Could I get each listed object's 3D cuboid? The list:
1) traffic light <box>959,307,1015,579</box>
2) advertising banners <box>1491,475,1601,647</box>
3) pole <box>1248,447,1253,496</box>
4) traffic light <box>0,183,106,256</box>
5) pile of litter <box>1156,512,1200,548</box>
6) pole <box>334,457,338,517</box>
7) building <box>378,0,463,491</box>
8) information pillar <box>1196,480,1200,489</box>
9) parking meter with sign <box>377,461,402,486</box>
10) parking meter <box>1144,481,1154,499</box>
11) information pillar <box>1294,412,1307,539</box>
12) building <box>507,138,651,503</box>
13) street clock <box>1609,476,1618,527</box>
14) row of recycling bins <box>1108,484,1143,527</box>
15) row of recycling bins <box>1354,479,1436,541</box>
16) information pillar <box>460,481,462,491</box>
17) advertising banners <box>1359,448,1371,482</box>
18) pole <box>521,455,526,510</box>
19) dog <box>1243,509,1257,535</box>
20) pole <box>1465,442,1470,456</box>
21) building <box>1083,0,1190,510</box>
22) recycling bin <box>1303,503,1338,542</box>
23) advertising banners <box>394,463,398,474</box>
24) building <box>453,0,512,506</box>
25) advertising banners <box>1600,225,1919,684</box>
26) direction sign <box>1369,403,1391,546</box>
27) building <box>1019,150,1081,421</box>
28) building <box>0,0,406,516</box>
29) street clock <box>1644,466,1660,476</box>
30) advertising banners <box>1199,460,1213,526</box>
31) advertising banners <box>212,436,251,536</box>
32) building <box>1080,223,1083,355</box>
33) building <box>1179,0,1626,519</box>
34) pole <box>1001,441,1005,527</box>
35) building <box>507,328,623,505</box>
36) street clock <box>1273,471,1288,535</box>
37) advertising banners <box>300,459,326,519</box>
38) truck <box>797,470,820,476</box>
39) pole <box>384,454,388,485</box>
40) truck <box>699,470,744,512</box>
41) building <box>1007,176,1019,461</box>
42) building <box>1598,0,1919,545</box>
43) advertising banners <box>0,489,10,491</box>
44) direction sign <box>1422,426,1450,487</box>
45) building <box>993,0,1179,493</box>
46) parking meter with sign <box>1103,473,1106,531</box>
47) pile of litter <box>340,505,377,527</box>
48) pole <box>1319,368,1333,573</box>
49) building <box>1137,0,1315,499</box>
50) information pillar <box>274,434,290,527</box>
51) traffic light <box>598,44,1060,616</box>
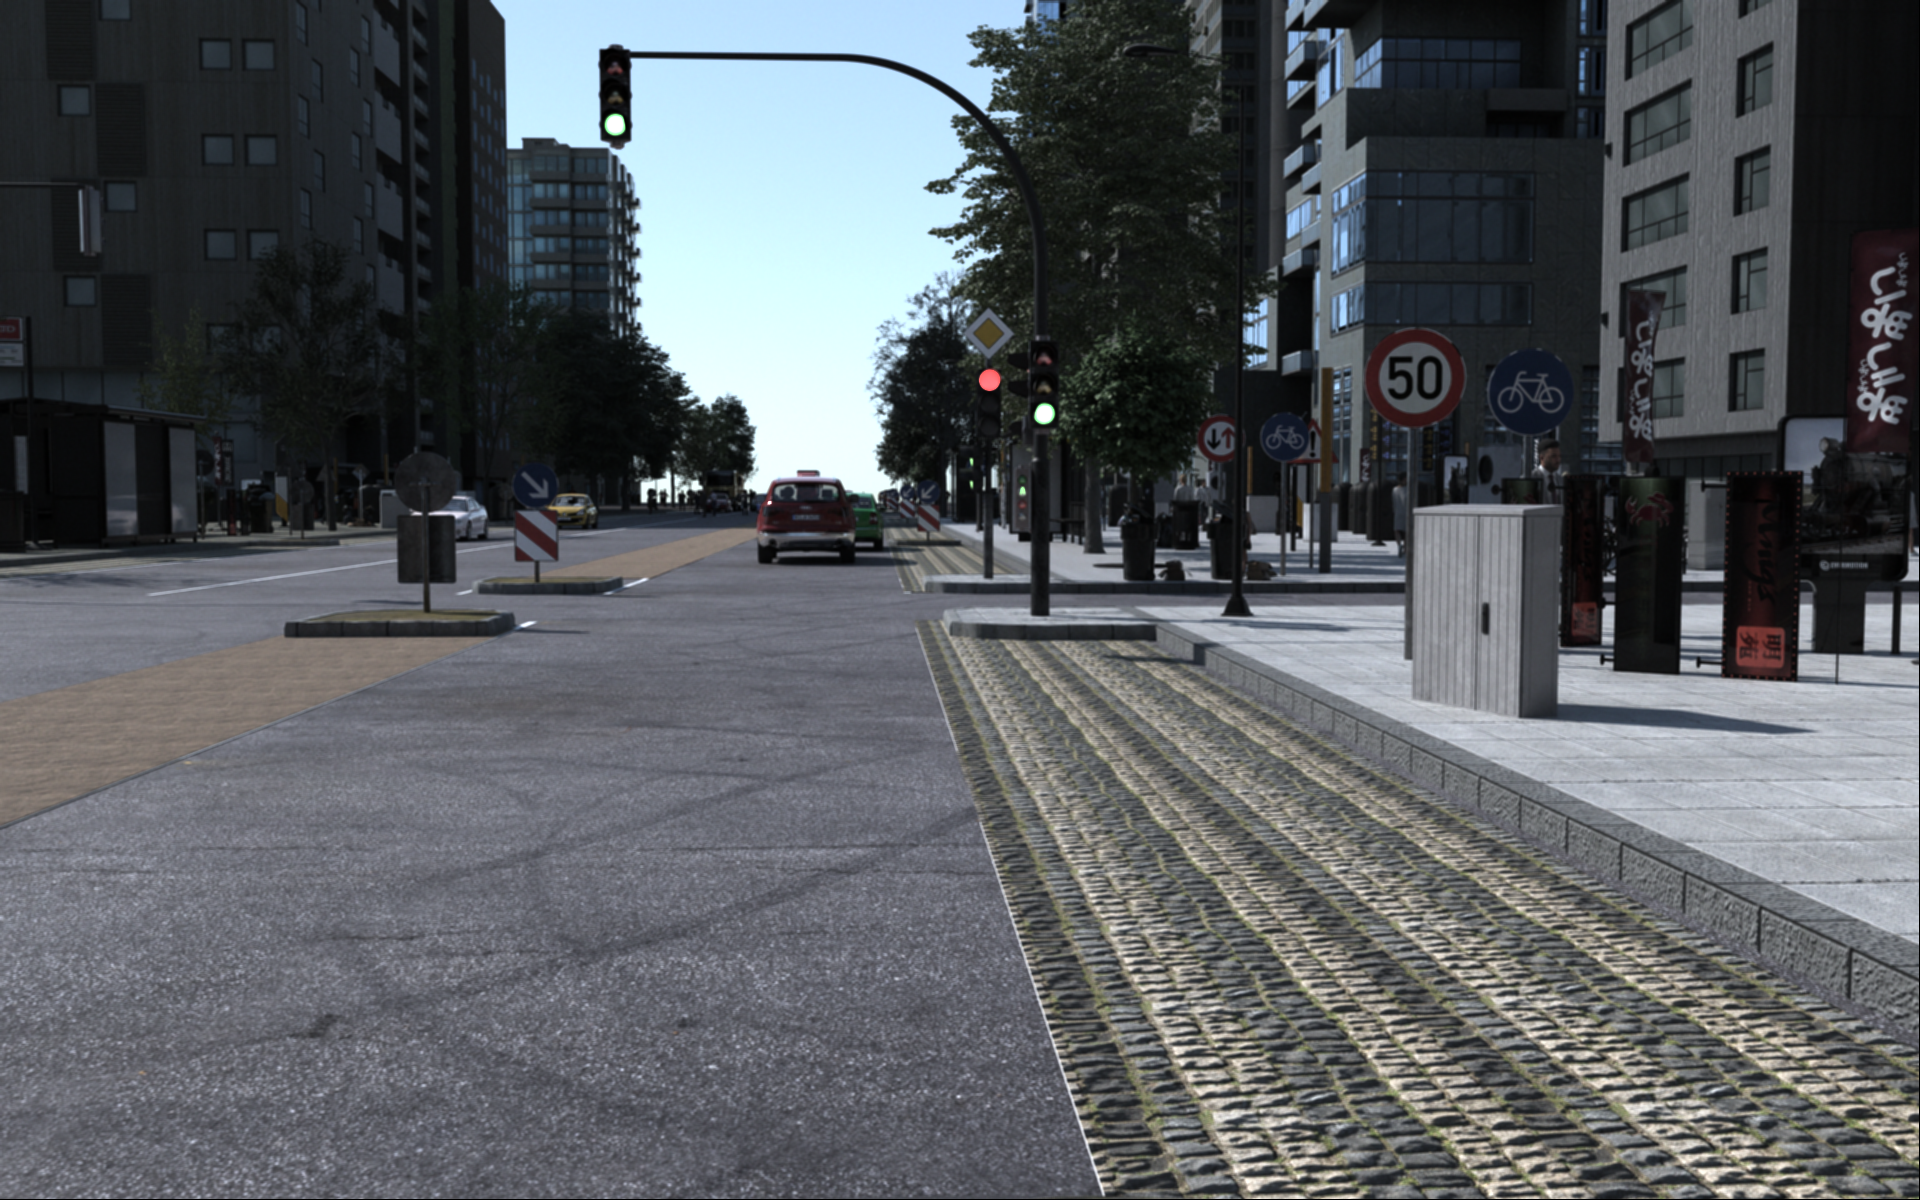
[{"bbox_3d":[0.410,-2.278,26.165,0.839,4.253,0.868,0,4,-3],"label":"traffic light"},{"bbox_3d":[5.217,-1.121,14.521,2.074,3.025,0.090,-2,4,-31],"label":"advertising banners"},{"bbox_3d":[12.439,-4.920,74.283,0.158,3.312,0.155,0,3,0],"label":"pole"},{"bbox_3d":[-15.043,-3.103,25.397,4.771,5.953,1.251,0,4,-3],"label":"traffic light"},{"bbox_3d":[5.182,-1.702,41.793,1.176,0.858,1.719,0,4,-2],"label":"pile of litter"},{"bbox_3d":[-34.494,-6.233,95.756,0.158,3.312,0.155,0,3,0],"label":"pole"},{"bbox_3d":[-47.312,-27.501,133.231,14.154,41.232,14.086,0,4,-3],"label":"building"},{"bbox_3d":[12.010,-5.027,86.686,0.304,2.012,0.304,2,4,25],"label":"information pillar"},{"bbox_3d":[-30.405,-5.823,91.463,1.738,3.016,0.543,0,4,-7],"label":"parking meter with sign"},{"bbox_3d":[8.335,-4.325,76.417,0.399,1.863,0.255,3,5,43],"label":"parking meter"},{"bbox_3d":[9.748,-3.563,49.607,0.504,3.616,0.183,-3,4,-38],"label":"information pillar"},{"bbox_3d":[-56.069,-37.924,239.666,23.786,49.044,30.456,0,4,-3],"label":"building"},{"bbox_3d":[25.741,-3.886,68.106,0.471,2.002,0.358,1,4,20],"label":"street clock"},{"bbox_3d":[6.746,-3.844,69.961,1.069,1.692,3.534,1,4,18],"label":"row of recycling bins"},{"bbox_3d":[12.334,-2.553,48.853,1.069,1.692,3.534,2,4,33],"label":"row of recycling bins"},{"bbox_3d":[-27.294,-5.487,94.202,0.304,2.012,0.304,-3,5,-39],"label":"information pillar"},{"bbox_3d":[14.806,-4.298,66.453,2.074,3.025,0.090,0,4,5],"label":"advertising banners"},{"bbox_3d":[-22.649,-5.876,89.919,0.158,3.312,0.155,0,3,0],"label":"pole"},{"bbox_3d":[9.135,-2.460,54.597,0.513,0.831,0.800,-2,4,-27],"label":"dog"},{"bbox_3d":[20.000,-4.558,68.373,0.158,3.312,0.155,0,3,0],"label":"pole"},{"bbox_3d":[21.649,-31.436,137.687,21.300,48.544,21.600,0,4,-3],"label":"building"},{"bbox_3d":[9.643,-2.068,46.361,0.722,1.027,0.722,-1,4,-12],"label":"recycling bin"},{"bbox_3d":[-31.015,-6.226,97.980,2.074,3.025,0.090,0,4,6],"label":"advertising banners"},{"bbox_3d":[-46.928,-30.426,147.577,14.600,45.320,14.200,0,4,-3],"label":"building"},{"bbox_3d":[5.494,-0.960,11.885,2.074,3.025,0.090,3,4,38],"label":"advertising banners"},{"bbox_3d":[10.383,-3.110,42.850,0.379,3.537,0.876,-1,4,-20],"label":"direction sign"},{"bbox_3d":[13.959,-32.124,208.829,14.154,41.232,14.086,0,4,-3],"label":"building"},{"bbox_3d":[-52.544,-31.953,111.666,28.713,52.752,27.495,0,4,-3],"label":"building"},{"bbox_3d":[18.102,-2.494,45.342,0.471,2.002,0.358,-3,5,-45],"label":"street clock"},{"bbox_3d":[9.758,-4.548,70.552,2.074,3.025,0.090,-3,4,-36],"label":"advertising banners"},{"bbox_3d":[-22.269,-3.471,52.937,0.090,3.025,2.074,0,4,7],"label":"advertising banners"},{"bbox_3d":[17.577,-23.530,156.411,14.160,30.474,14.107,0,4,-3],"label":"building"},{"bbox_3d":[24.540,-47.127,83.193,22.319,86.520,31.000,0,4,-3],"label":"building"},{"bbox_3d":[1.678,-4.450,66.594,0.158,3.312,0.155,0,3,0],"label":"pole"},{"bbox_3d":[-56.421,-22.369,210.768,27.650,21.520,28.899,0,4,-3],"label":"building"},{"bbox_3d":[9.967,-3.019,53.929,0.358,2.002,0.471,-2,4,-32],"label":"street clock"},{"bbox_3d":[-32.948,-5.641,88.421,0.090,3.025,2.074,1,4,23],"label":"advertising banners"},{"bbox_3d":[-18.113,-13.321,206.718,2.839,4.237,11.283,0,4,-3],"label":"truck"},{"bbox_3d":[-29.173,-5.765,88.105,0.158,3.312,0.155,0,3,0],"label":"pole"},{"bbox_3d":[-19.638,-9.067,144.162,3.469,3.379,9.791,0,4,-3],"label":"truck"},{"bbox_3d":[13.509,-35.061,223.349,14.600,45.320,14.200,0,4,-3],"label":"building"},{"bbox_3d":[26.873,-16.788,46.182,14.107,30.474,14.160,0,4,-3],"label":"building"},{"bbox_3d":[-33.952,-4.031,62.095,2.074,3.025,0.090,0,4,-7],"label":"advertising banners"},{"bbox_3d":[15.944,-4.040,58.053,0.876,3.537,0.379,1,4,18],"label":"direction sign"},{"bbox_3d":[16.970,-57.014,244.855,22.319,86.520,31.000,0,4,-3],"label":"building"},{"bbox_3d":[4.221,-3.908,60.153,1.738,3.016,0.543,1,4,20],"label":"parking meter with sign"},{"bbox_3d":[-23.364,-3.285,67.676,1.176,0.858,1.719,-1,4,-10],"label":"pile of litter"},{"bbox_3d":[5.933,-2.093,28.057,0.158,3.312,0.155,0,3,0],"label":"pole"},{"bbox_3d":[28.445,-25.910,115.504,32.217,40.220,23.993,0,4,-3],"label":"building"},{"bbox_3d":[-26.287,-4.633,67.103,0.183,3.616,0.504,2,4,31],"label":"information pillar"},{"bbox_3d":[-1.267,-2.647,17.942,4.771,5.953,1.251,0,4,-3],"label":"traffic light"}]
